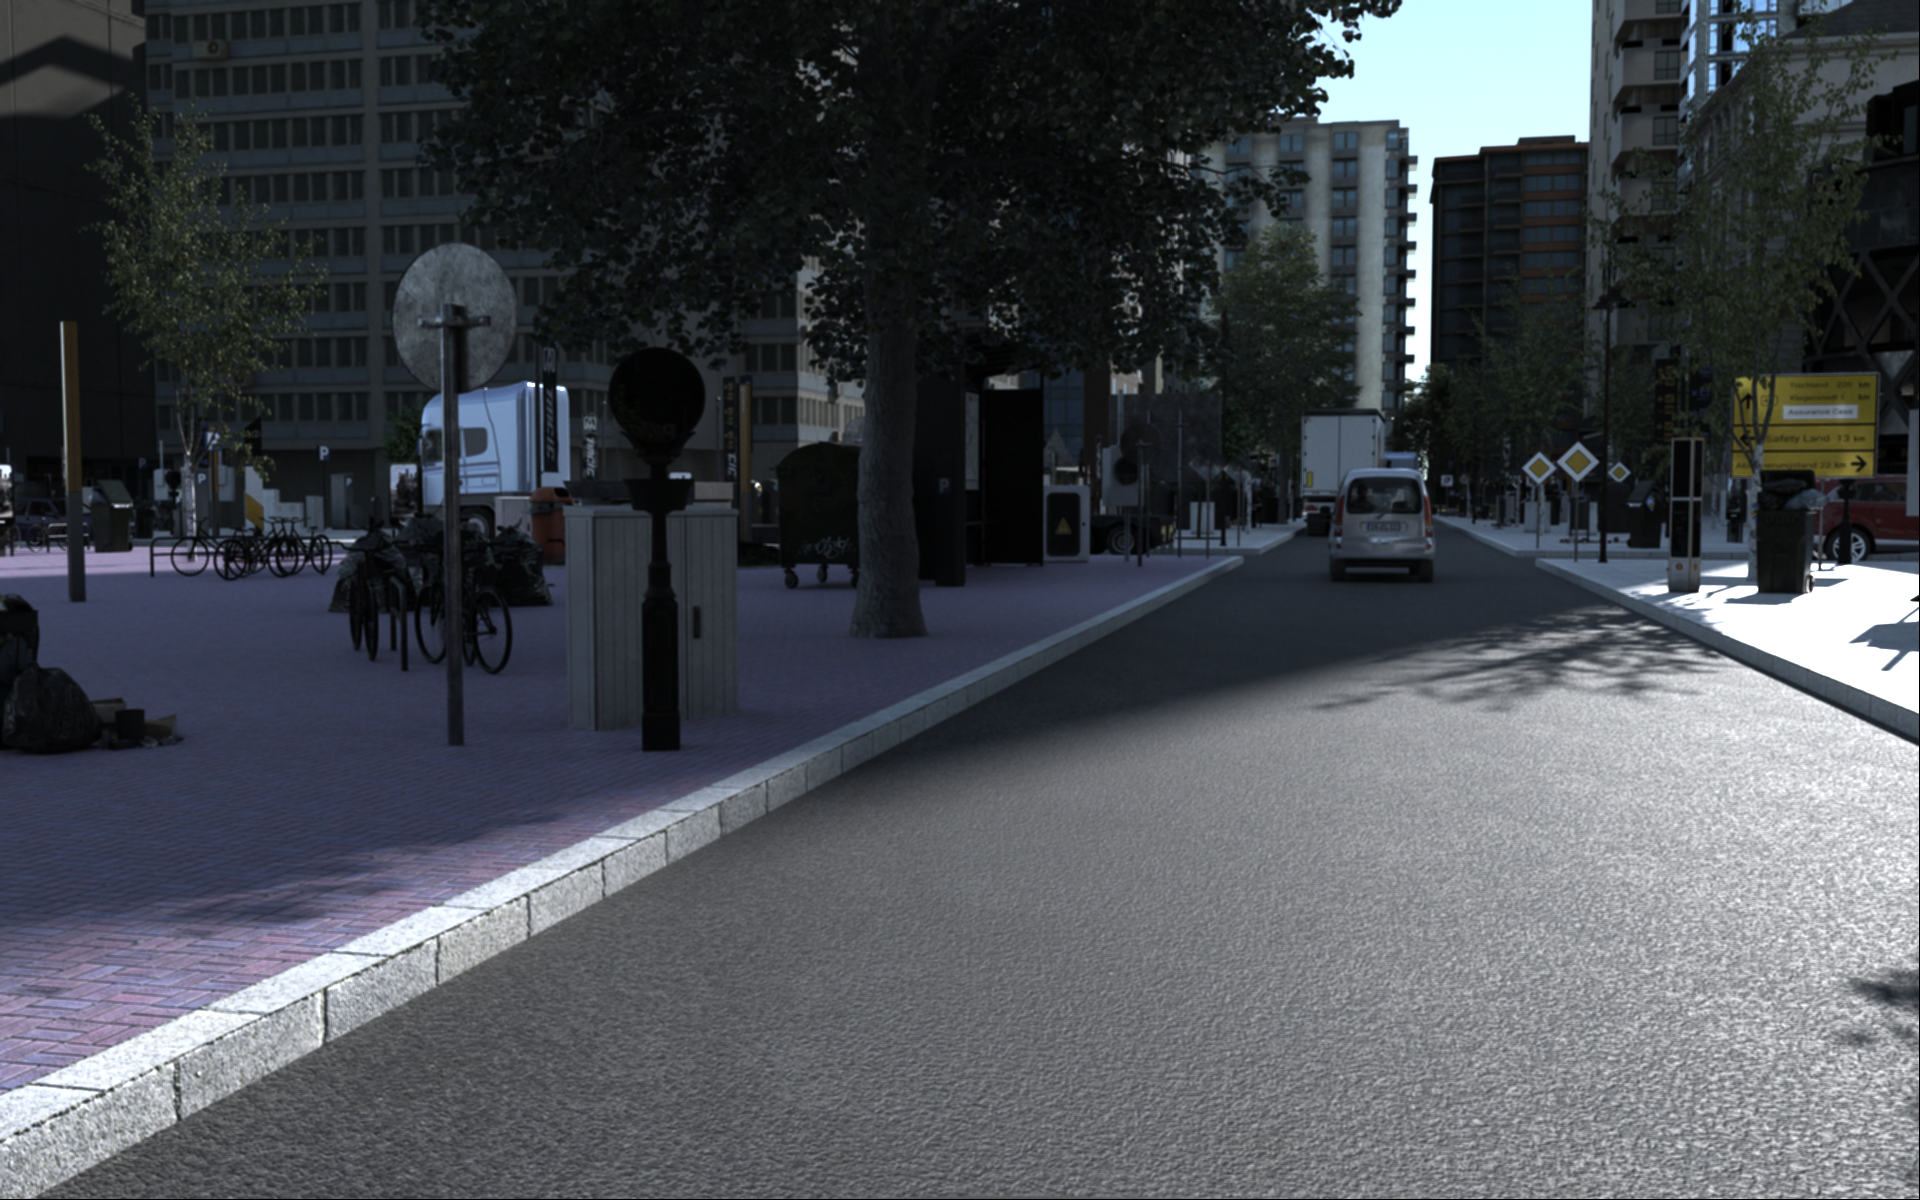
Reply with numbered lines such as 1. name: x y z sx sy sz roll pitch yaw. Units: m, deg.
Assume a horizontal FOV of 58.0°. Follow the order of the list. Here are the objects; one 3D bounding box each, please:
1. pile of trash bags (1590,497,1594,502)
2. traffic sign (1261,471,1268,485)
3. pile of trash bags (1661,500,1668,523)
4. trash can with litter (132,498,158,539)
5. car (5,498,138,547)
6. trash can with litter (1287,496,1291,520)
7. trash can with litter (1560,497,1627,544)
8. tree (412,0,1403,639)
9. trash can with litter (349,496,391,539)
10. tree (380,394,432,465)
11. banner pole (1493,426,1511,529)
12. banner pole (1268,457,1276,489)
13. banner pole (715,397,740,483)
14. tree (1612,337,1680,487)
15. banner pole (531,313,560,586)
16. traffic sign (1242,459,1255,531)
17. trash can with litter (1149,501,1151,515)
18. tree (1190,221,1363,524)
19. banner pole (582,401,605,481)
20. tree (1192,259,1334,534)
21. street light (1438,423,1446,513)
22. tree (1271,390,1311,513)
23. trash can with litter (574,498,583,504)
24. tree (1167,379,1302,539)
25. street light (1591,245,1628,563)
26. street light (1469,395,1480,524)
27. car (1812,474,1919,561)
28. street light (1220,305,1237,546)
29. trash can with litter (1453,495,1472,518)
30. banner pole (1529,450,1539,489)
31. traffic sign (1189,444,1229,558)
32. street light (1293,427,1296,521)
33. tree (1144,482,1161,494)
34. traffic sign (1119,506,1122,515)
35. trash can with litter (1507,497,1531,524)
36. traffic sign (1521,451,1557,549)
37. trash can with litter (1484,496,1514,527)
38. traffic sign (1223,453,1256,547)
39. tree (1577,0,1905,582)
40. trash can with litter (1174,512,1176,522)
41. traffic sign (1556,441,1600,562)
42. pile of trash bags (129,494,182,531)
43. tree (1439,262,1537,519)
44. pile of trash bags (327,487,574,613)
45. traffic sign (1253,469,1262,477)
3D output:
1. pile of trash bags: 37.967 -6.016 108.109 3.447 1.369 1.912 2 4 32
2. traffic sign: 16.883 -5.931 97.081 0.768 2.556 0.104 1 4 16
3. pile of trash bags: 31.290 -4.165 77.857 3.447 1.369 1.912 2 4 30
4. trash can with litter: -23.434 -2.315 49.238 1.055 1.170 0.624 -3 5 -42
5. car: -24.041 -2.053 46.148 3.894 1.354 1.945 1 4 14
6. trash can with litter: 15.961 -4.586 86.365 1.055 1.170 0.624 0 4 1
7. trash can with litter: 16.717 -2.110 45.561 2.233 1.210 1.678 -1 4 -10
8. tree: -0.585 -6.651 15.396 9.857 13.997 8.962 0 3 0
9. trash can with litter: -17.184 -2.410 50.468 1.678 1.210 2.233 0 4 -5
10. tree: -17.531 -4.486 57.060 4.285 4.588 4.351 0 3 0
11. banner pole: 19.944 -4.497 63.549 0.863 3.779 0.401 -3 5 -41
12. banner pole: 19.816 -7.361 110.376 0.401 3.779 0.863 -3 5 -40
13. banner pole: -6.056 -3.359 44.944 0.863 3.779 0.401 0 4 7
14. tree: 32.062 -8.057 82.087 4.360 8.622 3.978 0 3 0
15. banner pole: -5.815 -2.097 24.302 0.401 3.779 0.863 1 4 13
16. traffic sign: 9.761 -3.638 59.588 0.768 2.556 0.104 1 4 15
17. trash can with litter: 10.769 -5.253 97.270 1.055 1.170 0.624 3 4 36
18. tree: 13.235 -9.467 72.917 7.486 12.596 7.792 0 3 0
19. banner pole: -9.808 -3.465 46.671 0.863 3.779 0.401 -3 5 -40
20. tree: 9.442 -6.393 54.894 4.360 8.622 3.978 0 3 0
21. street light: 31.344 -8.566 112.843 0.468 5.910 1.993 1 4 13
22. tree: 22.666 -10.067 114.953 4.737 8.622 4.395 0 3 0
23. trash can with litter: -12.667 -2.928 58.935 2.233 1.210 1.678 -3 5 -42
24. tree: 6.819 -4.025 49.520 4.285 4.588 4.351 0 3 0
25. street light: 12.057 -3.640 32.307 0.468 5.910 1.993 1 4 13
26. street light: 22.193 -6.230 74.648 0.468 5.910 1.993 1 4 13
27. car: 18.970 -1.570 34.344 5.304 1.827 2.281 1 4 11
28. street light: 6.503 -4.271 42.612 0.468 5.910 1.993 1 4 13
29. trash can with litter: 28.042 -5.163 95.468 1.678 1.210 2.233 1 4 22
30. banner pole: 32.474 -6.591 97.782 0.863 3.779 0.401 -1 4 -21
31. traffic sign: 4.935 -1.884 34.440 0.795 2.450 0.064 1 4 13
32. street light: 15.683 -6.623 81.080 0.468 5.910 1.993 1 4 13
33. tree: 11.100 -6.437 99.846 1.663 3.219 1.824 0 3 0
34. traffic sign: 4.266 -2.808 46.023 0.768 2.556 0.104 1 4 18
35. trash can with litter: 24.150 -3.870 74.658 1.055 1.170 0.624 0 4 1
36. traffic sign: 13.548 -2.259 40.570 0.795 2.450 0.064 1 4 13
37. trash can with litter: 21.812 -3.553 69.151 1.678 1.210 2.233 1 4 23
38. traffic sign: 6.800 -2.359 42.205 0.795 2.450 0.064 1 4 13
39. tree: 11.599 -4.591 25.432 4.737 8.622 4.395 0 3 0
40. trash can with litter: 9.885 -4.213 79.943 2.233 1.210 1.678 -2 4 -33
41. traffic sign: 11.684 -1.784 32.805 0.795 2.450 0.064 1 4 13
42. pile of trash bags: -28.642 -3.142 61.125 3.447 1.369 1.912 2 4 27
43. tree: 17.842 -6.313 53.580 4.737 8.622 4.395 0 3 0
44. pile of trash bags: -5.565 -0.633 20.100 1.912 1.369 3.447 1 4 21
45. traffic sign: 14.895 -5.348 87.550 0.768 2.556 0.104 1 4 23
